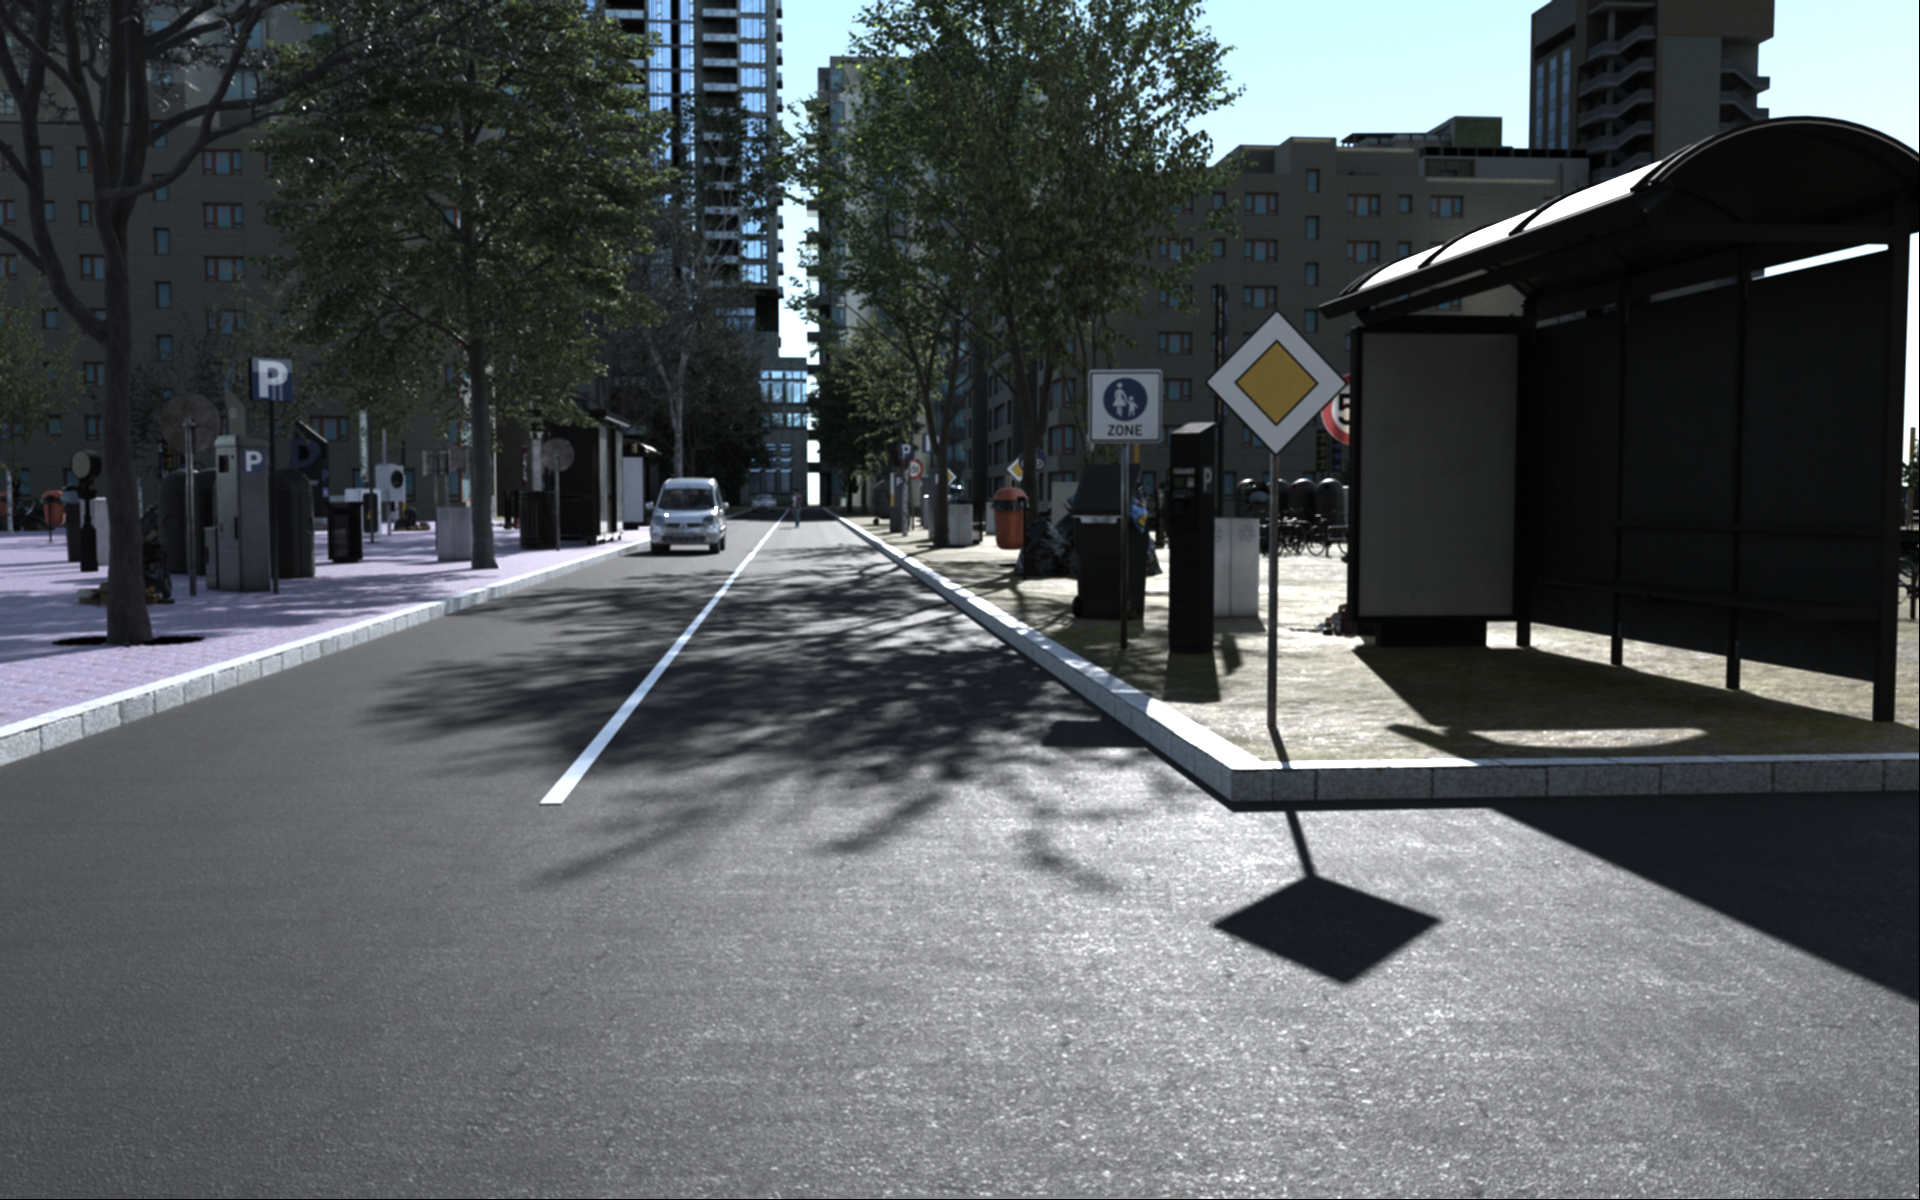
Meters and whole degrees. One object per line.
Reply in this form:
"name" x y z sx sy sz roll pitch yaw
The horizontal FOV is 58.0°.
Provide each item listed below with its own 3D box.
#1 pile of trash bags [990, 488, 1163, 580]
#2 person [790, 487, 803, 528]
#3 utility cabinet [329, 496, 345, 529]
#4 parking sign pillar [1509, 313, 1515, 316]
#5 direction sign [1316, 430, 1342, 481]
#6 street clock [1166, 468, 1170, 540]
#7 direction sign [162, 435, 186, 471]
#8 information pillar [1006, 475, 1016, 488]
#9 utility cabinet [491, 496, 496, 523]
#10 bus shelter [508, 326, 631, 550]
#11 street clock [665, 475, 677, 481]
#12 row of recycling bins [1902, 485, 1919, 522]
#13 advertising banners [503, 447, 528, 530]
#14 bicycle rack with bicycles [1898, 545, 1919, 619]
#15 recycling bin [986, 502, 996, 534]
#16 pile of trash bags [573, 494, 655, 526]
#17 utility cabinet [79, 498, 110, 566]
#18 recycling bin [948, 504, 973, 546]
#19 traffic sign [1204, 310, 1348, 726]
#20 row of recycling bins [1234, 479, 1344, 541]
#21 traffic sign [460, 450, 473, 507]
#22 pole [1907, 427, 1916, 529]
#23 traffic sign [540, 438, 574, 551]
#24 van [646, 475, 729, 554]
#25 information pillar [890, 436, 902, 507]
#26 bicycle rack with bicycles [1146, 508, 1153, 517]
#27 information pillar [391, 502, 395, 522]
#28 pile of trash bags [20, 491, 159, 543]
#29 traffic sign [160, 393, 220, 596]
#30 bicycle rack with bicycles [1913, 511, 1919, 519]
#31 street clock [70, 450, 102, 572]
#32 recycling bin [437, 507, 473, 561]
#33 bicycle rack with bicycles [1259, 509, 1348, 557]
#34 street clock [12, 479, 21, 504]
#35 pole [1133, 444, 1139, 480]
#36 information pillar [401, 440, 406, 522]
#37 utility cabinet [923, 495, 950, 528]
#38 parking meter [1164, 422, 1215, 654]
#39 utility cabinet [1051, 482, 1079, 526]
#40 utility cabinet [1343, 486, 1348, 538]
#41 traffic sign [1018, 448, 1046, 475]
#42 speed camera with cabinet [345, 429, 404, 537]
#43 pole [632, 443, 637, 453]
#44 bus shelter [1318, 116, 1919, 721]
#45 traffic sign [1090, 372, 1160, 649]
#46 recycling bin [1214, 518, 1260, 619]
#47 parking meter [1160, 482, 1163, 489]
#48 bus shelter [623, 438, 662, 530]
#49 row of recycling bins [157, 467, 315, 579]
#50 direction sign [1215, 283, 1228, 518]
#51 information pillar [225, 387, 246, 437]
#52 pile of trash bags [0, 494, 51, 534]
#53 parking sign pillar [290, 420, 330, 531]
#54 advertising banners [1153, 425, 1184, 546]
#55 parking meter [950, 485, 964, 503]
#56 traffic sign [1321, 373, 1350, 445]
"pile of trash bags" 1.631 -1.060 27.082 1.912 1.369 3.447 3 4 37
"person" -6.963 -3.948 73.893 0.563 1.720 0.643 2 4 29
"utility cabinet" -23.143 -3.267 64.571 1.020 1.237 0.306 2 4 26
"parking sign pillar" 7.760 -2.318 26.365 1.447 3.967 1.447 2 4 29
"direction sign" 12.944 -4.209 60.817 0.876 3.537 0.379 0 4 -1
"street clock" 5.882 -2.647 47.853 0.358 2.002 0.471 -1 4 -16
"direction sign" -26.195 -4.035 57.973 0.876 3.537 0.379 -1 4 -21
"information pillar" 1.992 -3.851 67.456 0.304 2.012 0.304 -3 5 -39
"utility cabinet" -21.092 -4.073 77.749 0.306 1.237 1.020 0 4 -3
"bus shelter" -9.926 -4.070 44.169 2.179 5.291 8.768 0 4 -5
"street clock" -10.860 -3.706 65.170 0.471 2.002 0.358 3 4 38
"row of recycling bins" 43.997 -4.432 79.574 1.069 1.692 3.534 0 4 -4
"advertising banners" -16.265 -4.117 63.499 0.090 3.025 2.074 1 4 11
"bicycle rack with bicycles" 8.708 -0.310 18.449 2.852 0.926 2.925 -1 4 -20
"recycling bin" 1.261 -2.634 55.614 0.722 1.027 0.722 1 4 15
"pile of trash bags" -13.950 -3.655 69.517 3.447 1.369 1.912 -3 4 -36
"utility cabinet" -15.392 -1.228 31.234 0.306 1.237 1.020 1 4 10
"recycling bin" -0.096 -1.856 42.897 0.722 1.027 0.722 -1 4 -10
"traffic sign" 1.725 -0.360 9.537 0.795 2.450 0.064 0 4 -5
"row of recycling bins" 9.272 -2.553 48.850 3.534 1.692 1.069 3 5 44
"traffic sign" -12.874 -2.787 45.673 0.768 2.556 0.104 0 4 -1
"pole" 28.897 -3.595 52.615 0.158 3.312 0.155 0 3 0
"traffic sign" -9.144 -2.398 39.318 0.768 2.556 0.104 0 4 -1
"van" -6.716 -2.196 42.919 2.013 2.044 4.112 0 4 -5
"information pillar" -2.470 -4.660 67.549 0.504 3.616 0.183 -1 4 -17
"bicycle rack with bicycles" 7.417 -4.241 82.730 2.852 0.926 2.925 -3 4 -37
"information pillar" -26.435 -4.646 80.447 0.304 2.012 0.304 -3 5 -41
"pile of trash bags" -22.590 -2.212 45.922 3.447 1.369 1.912 0 4 -1
"traffic sign" -9.691 -1.327 21.808 0.768 2.556 0.104 0 4 1
"bicycle rack with bicycles" 38.109 -3.283 67.057 2.852 0.926 2.925 0 4 0
"street clock" -14.440 -1.474 28.667 0.471 2.002 0.358 2 4 23
"recycling bin" -9.657 -1.287 33.590 0.722 1.027 0.722 1 4 9
"bicycle rack with bicycles" 7.259 -1.425 36.681 2.852 0.926 2.925 3 5 44
"street clock" -39.705 -4.180 72.905 0.358 2.002 0.471 -1 4 -16
"pole" 5.471 -3.669 53.837 0.158 3.312 0.155 0 3 0
"information pillar" -24.211 -5.137 75.338 0.183 3.616 0.504 -2 4 -26
"utility cabinet" -0.882 -3.260 64.459 1.020 1.237 0.306 3 4 36
"parking meter" 1.876 -0.508 14.015 0.255 1.863 0.399 2 4 32
"utility cabinet" 2.213 -1.444 32.287 0.318 1.500 1.173 -3 4 -39
"utility cabinet" 11.489 -2.515 49.793 1.173 1.500 0.318 0 4 5
"traffic sign" 1.942 -2.855 46.787 0.768 2.556 0.104 0 4 -5
"speed camera with cabinet" -17.640 -3.540 52.218 0.660 3.252 2.038 1 4 21
"pole" -12.780 -4.539 68.054 0.158 3.312 0.155 0 3 0
"bus shelter" 4.284 -1.109 12.056 2.014 3.302 5.546 0 4 -5
"traffic sign" 1.360 -0.746 14.323 0.606 2.300 0.079 0 4 4
"recycling bin" 2.671 -0.346 18.208 0.722 1.027 0.722 -1 4 -19
"parking meter" 9.456 -4.574 80.496 0.255 1.863 0.399 2 4 31
"bus shelter" -12.403 -4.349 65.036 2.014 3.302 5.546 0 4 -5
"row of recycling bins" -11.477 -1.238 27.350 3.534 1.692 1.069 2 4 35
"direction sign" 2.878 -1.659 19.123 0.379 3.537 0.876 1 4 15
"information pillar" -15.959 -2.864 38.189 0.183 3.616 0.504 2 4 25
"pile of trash bags" -32.837 -3.097 60.392 1.912 1.369 3.447 -1 4 -16
"parking sign pillar" -22.865 -4.429 60.879 1.447 3.967 1.447 1 4 16
"advertising banners" 5.356 -2.893 43.489 0.090 3.025 2.074 2 4 33
"parking meter" -0.086 -2.417 47.921 0.372 1.533 0.369 0 3 0
"traffic sign" 4.166 -1.110 18.249 0.768 2.556 0.104 0 4 0
